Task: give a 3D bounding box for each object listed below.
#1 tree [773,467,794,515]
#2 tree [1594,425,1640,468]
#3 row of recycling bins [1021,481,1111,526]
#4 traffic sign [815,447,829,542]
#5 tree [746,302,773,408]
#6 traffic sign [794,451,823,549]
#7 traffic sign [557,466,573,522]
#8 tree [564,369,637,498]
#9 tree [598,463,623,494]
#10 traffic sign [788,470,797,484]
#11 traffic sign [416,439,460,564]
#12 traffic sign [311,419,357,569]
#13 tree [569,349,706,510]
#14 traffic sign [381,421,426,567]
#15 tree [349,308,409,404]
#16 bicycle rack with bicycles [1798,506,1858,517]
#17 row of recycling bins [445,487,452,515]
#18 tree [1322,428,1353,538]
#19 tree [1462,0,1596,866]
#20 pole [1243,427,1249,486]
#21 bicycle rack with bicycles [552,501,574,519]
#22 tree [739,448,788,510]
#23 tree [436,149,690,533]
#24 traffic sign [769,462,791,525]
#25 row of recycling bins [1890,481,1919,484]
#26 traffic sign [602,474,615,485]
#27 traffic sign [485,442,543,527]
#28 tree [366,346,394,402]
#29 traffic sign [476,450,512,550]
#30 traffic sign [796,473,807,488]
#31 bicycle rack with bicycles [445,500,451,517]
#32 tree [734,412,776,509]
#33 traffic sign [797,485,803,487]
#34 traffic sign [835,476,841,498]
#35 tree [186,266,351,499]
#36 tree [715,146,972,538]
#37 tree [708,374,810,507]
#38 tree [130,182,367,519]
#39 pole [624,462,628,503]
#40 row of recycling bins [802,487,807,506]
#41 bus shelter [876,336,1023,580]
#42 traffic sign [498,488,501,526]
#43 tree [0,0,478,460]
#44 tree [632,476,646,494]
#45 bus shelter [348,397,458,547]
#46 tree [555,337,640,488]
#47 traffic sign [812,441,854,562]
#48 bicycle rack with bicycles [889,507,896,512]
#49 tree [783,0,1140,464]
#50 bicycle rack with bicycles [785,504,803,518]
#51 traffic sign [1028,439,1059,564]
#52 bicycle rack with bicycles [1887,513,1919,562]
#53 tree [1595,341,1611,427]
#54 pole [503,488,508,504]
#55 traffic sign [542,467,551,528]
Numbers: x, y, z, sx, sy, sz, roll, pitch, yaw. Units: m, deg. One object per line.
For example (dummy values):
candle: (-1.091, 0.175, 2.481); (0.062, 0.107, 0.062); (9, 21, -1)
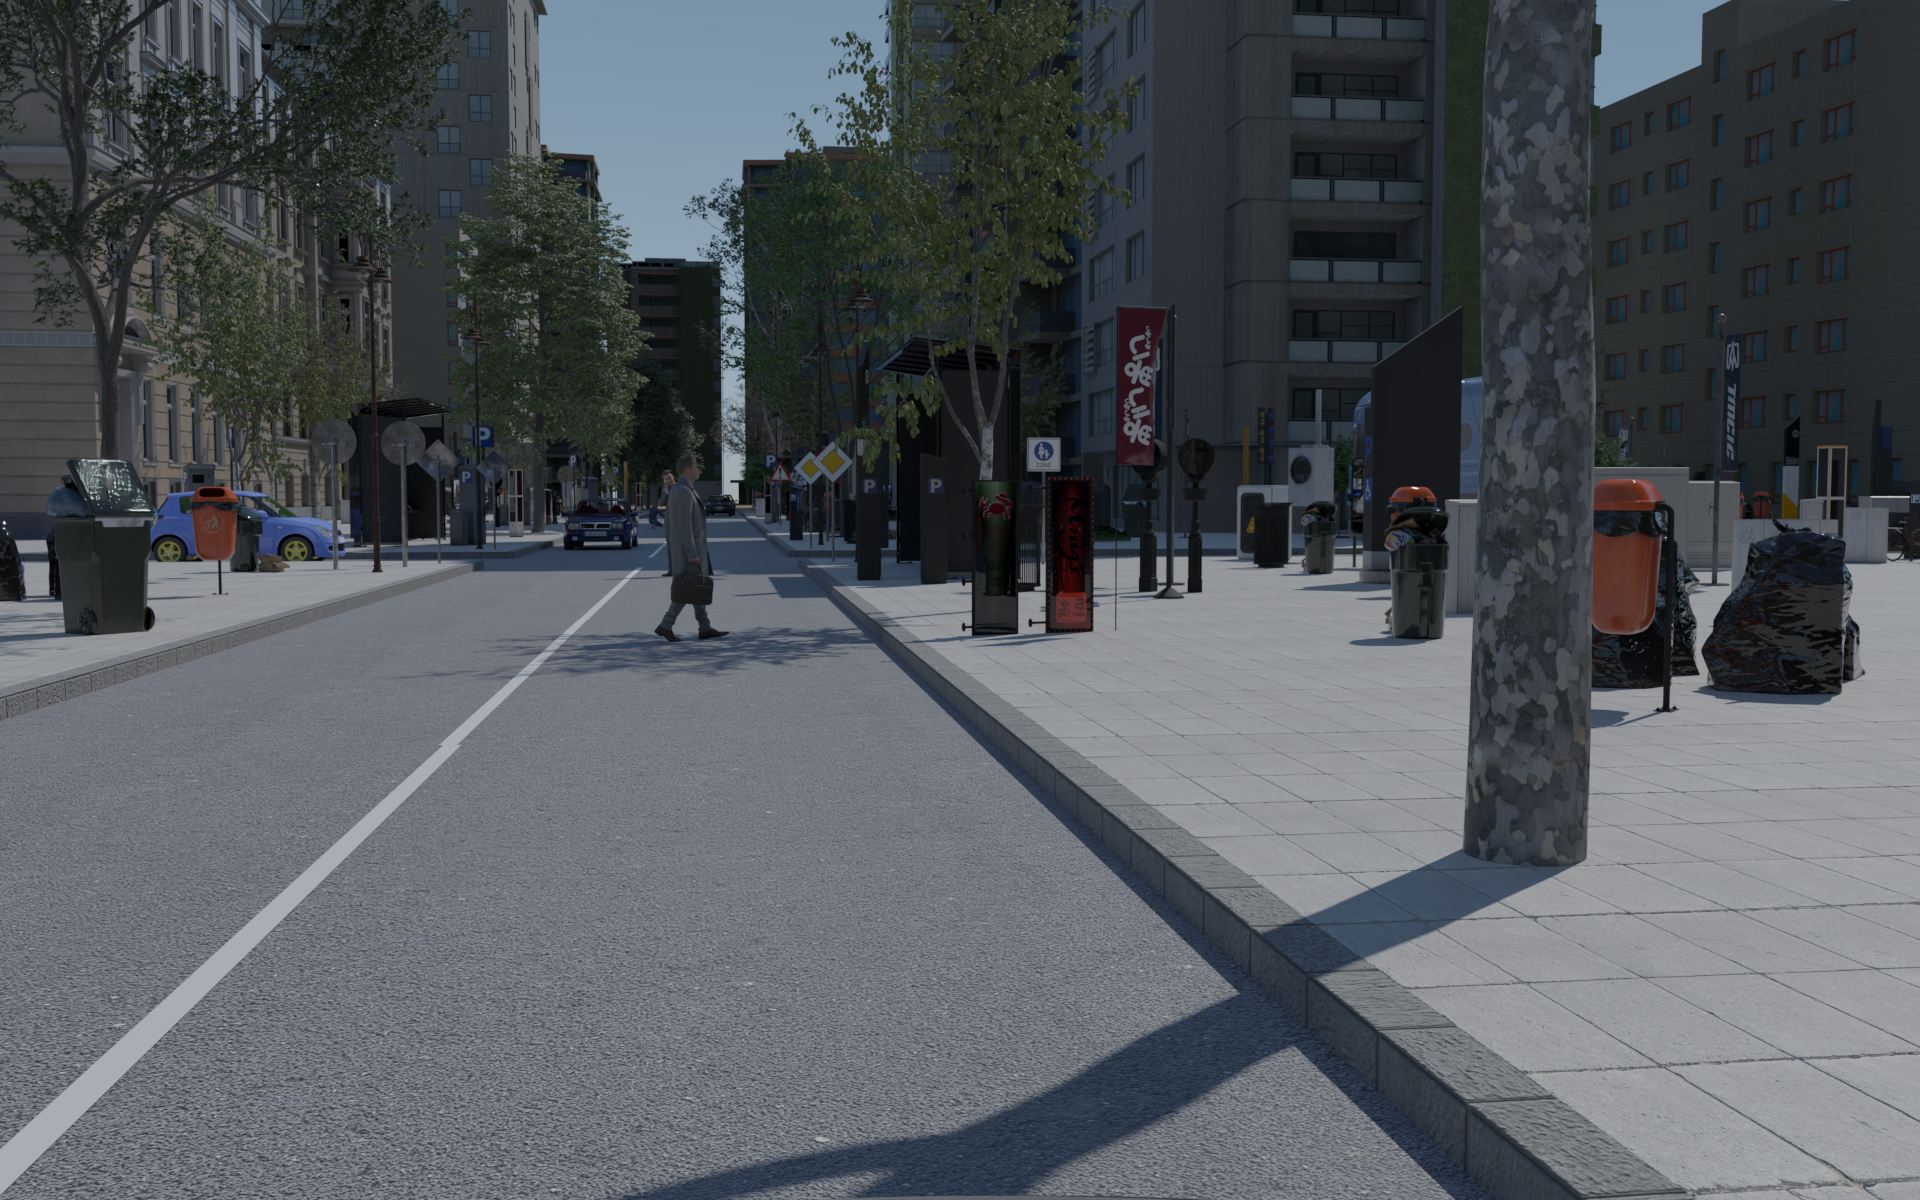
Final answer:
tree: (-11.336, -6.939, 108.050); (1.663, 3.219, 1.824); (0, 3, 0)
tree: (17.872, -3.304, 48.614); (1.663, 3.219, 1.824); (0, 3, 0)
row of recycling bins: (3.340, -2.975, 55.752); (3.534, 1.692, 1.069); (-2, 4, -35)
traffic sign: (-3.571, -2.849, 46.683); (0.768, 2.556, 0.104); (0, 4, -2)
tree: (-5.741, -6.863, 62.573); (4.737, 8.622, 4.395); (0, 3, 0)
traffic sign: (-3.513, -2.269, 40.733); (0.795, 2.450, 0.064); (0, 4, -8)
traffic sign: (-17.918, -4.808, 78.717); (0.768, 2.556, 0.104); (0, 4, -2)
tree: (-19.765, -8.925, 96.280); (4.737, 8.622, 4.395); (0, 3, 0)
tree: (-21.669, -6.819, 106.091); (1.663, 3.219, 1.824); (0, 3, 0)
traffic sign: (-8.600, -5.528, 90.490); (0.768, 2.556, 0.104); (0, 4, -7)
traffic sign: (-9.587, -1.725, 31.847); (0.795, 2.450, 0.064); (0, 4, -8)
traffic sign: (-10.689, -1.802, 29.576); (0.768, 2.556, 0.104); (0, 4, -2)
tree: (-25.496, -13.449, 136.903); (9.611, 12.733, 9.660); (0, 3, 0)
traffic sign: (-9.742, -1.848, 30.328); (0.768, 2.556, 0.104); (0, 4, -5)
tree: (-23.100, -7.104, 66.520); (4.360, 8.622, 3.978); (0, 3, 0)
bicycle rack with bicycles: (26.846, -2.463, 53.657); (2.852, 0.926, 2.925); (1, 4, 10)
row of recycling bins: (-31.342, -6.040, 105.863); (1.069, 1.692, 3.534); (-1, 4, -12)
tree: (10.963, -3.423, 50.571); (1.663, 3.219, 1.824); (0, 3, 0)
tree: (2.673, -9.235, 6.885); (12.611, 20.169, 13.585); (0, 3, 0)
pole: (8.736, -3.613, 52.922); (0.158, 3.312, 0.155); (0, 3, 0)
bicycle rack with bicycles: (-20.833, -4.672, 89.766); (2.852, 0.926, 2.925); (-3, 4, -37)
tree: (-13.970, -8.629, 124.796); (4.285, 4.588, 4.351); (0, 3, 0)
tree: (-13.774, -8.535, 57.668); (7.486, 12.596, 7.792); (0, 3, 0)
traffic sign: (-7.338, -4.326, 70.738); (0.884, 2.594, 0.081); (0, 4, -5)
row of recycling bins: (29.125, -2.769, 52.389); (1.069, 1.692, 3.534); (0, 4, -1)
traffic sign: (-21.003, -6.326, 103.542); (0.768, 2.556, 0.104); (0, 4, 0)
traffic sign: (-17.526, -4.542, 68.131); (2.265, 3.308, 0.079); (0, 4, -2)
tree: (-22.605, -6.794, 61.438); (4.737, 8.622, 4.395); (0, 3, 0)
traffic sign: (-10.690, -2.209, 39.756); (0.795, 2.450, 0.064); (0, 4, -8)
traffic sign: (-7.482, -4.862, 81.616); (0.606, 2.300, 0.079); (0, 4, 0)
bicycle rack with bicycles: (-28.162, -5.037, 95.733); (2.925, 0.926, 2.852); (1, 4, 22)
tree: (-17.996, -12.318, 151.765); (4.360, 8.622, 3.978); (0, 3, 0)
traffic sign: (-10.208, -6.749, 110.455); (0.768, 2.556, 0.104); (0, 4, 0)
traffic sign: (-5.705, -5.059, 82.824); (0.768, 2.556, 0.104); (0, 4, -5)
tree: (-22.019, -6.377, 54.626); (4.360, 8.622, 3.978); (0, 3, 0)
tree: (-3.339, -7.668, 51.129); (9.928, 11.665, 9.643); (0, 3, 0)
tree: (-19.761, -15.773, 168.263); (12.009, 13.543, 11.850); (0, 3, 0)
tree: (-16.965, -5.507, 40.400); (4.737, 8.622, 4.395); (0, 3, 0)
pole: (-20.990, -7.030, 108.782); (0.158, 3.312, 0.155); (0, 3, 0)
row of recycling bins: (-9.519, -5.919, 103.887); (1.069, 1.692, 3.534); (0, 4, 6)
bus shelter: (-0.263, -2.309, 29.042); (1.731, 3.624, 6.357); (0, 4, -8)
traffic sign: (-18.275, -4.194, 68.684); (0.768, 2.556, 0.104); (0, 4, -3)
tree: (-8.721, -5.119, 18.115); (8.767, 10.594, 7.601); (1, 4, 18)
tree: (-28.571, -9.905, 156.541); (1.663, 3.219, 1.824); (0, 3, 0)
bus shelter: (-14.385, -3.289, 45.060); (1.731, 3.624, 6.357); (0, 4, -8)
tree: (-17.506, -8.052, 82.018); (4.360, 8.622, 3.978); (0, 3, 0)
traffic sign: (-2.409, -1.785, 32.824); (0.795, 2.450, 0.064); (0, 4, -8)
bicycle rack with bicycles: (-2.419, -4.714, 90.461); (2.925, 0.926, 2.852); (1, 4, 19)
tree: (0.199, -4.200, 19.040); (4.737, 8.622, 4.395); (0, 3, 0)
bicycle rack with bicycles: (-8.327, -4.849, 92.655); (2.852, 0.926, 2.925); (2, 4, 30)
traffic sign: (1.514, -1.795, 31.482); (0.606, 2.300, 0.079); (0, 4, -8)
bicycle rack with bicycles: (18.961, -1.136, 31.961); (2.852, 0.926, 2.925); (0, 4, -7)
tree: (22.700, -7.116, 66.714); (4.360, 8.622, 3.978); (0, 3, 0)
pole: (-19.470, -4.912, 74.148); (0.158, 3.312, 0.155); (0, 3, 0)
traffic sign: (-15.761, -3.878, 65.528); (0.606, 2.300, 0.079); (0, 4, -4)
